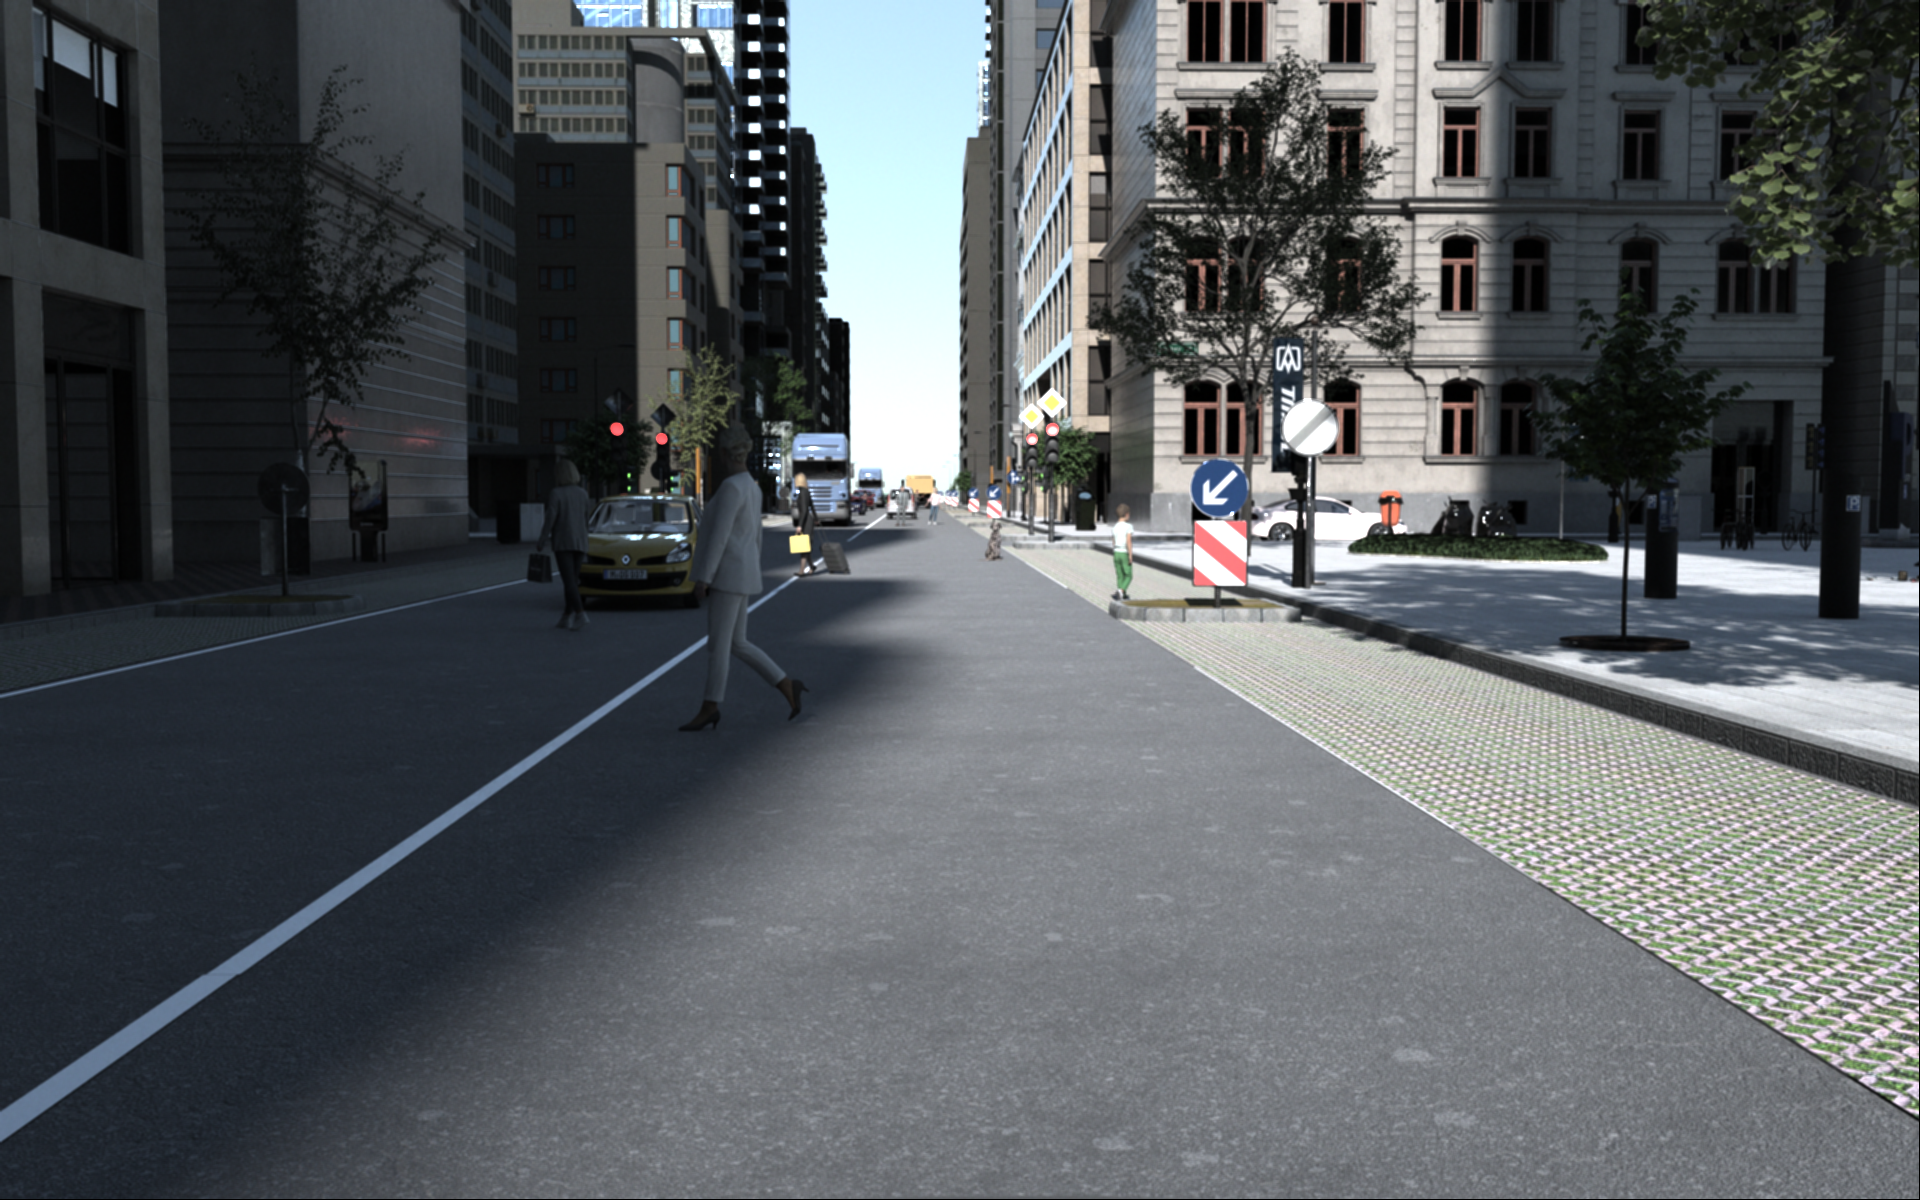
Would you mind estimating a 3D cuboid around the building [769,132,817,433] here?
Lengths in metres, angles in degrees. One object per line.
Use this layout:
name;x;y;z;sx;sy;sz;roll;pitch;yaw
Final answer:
building;-23.268;-31.032;190.963;14.154;41.232;14.086;0;4;-1

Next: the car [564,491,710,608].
car;-4.160;-0.778;22.949;2.015;1.641;3.980;0;4;-3

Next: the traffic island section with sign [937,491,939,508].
traffic island section with sign;-1.309;-10.540;180.955;1.989;1.847;2.006;0;4;-1

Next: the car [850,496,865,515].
car;-7.402;-6.445;117.954;1.945;1.354;3.894;0;4;0

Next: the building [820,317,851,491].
building;-24.969;-31.035;279.130;14.160;30.474;14.107;0;4;-1

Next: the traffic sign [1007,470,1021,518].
traffic sign;2.910;-5.709;93.453;0.768;2.556;0.104;0;4;-1

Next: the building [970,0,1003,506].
building;11.755;-46.152;192.836;20.563;71.187;20.611;0;4;-1

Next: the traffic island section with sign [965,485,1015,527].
traffic island section with sign;1.356;-4.129;76.131;1.989;1.847;2.006;0;4;-1

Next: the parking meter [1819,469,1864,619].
parking meter;9.105;-0.580;17.901;0.372;1.533;0.369;0;3;0

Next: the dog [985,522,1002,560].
dog;0.630;-1.269;37.578;0.800;0.831;0.513;-2;4;-34

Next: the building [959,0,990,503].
building;11.398;-57.325;249.927;22.319;86.520;31.000;0;4;-1

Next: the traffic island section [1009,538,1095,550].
traffic island section;2.447;-1.451;46.010;2.009;0.180;2.903;0;4;-1

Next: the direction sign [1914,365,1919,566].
direction sign;17.209;-2.370;30.741;0.876;3.537;0.379;-2;4;-33

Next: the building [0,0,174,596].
building;-21.014;-12.450;8.080;19.350;26.468;34.151;0;4;-1

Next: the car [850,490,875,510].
car;-8.712;-8.918;154.484;2.281;1.827;5.304;0;4;-3

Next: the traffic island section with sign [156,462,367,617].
traffic island section with sign;-8.367;-0.759;21.033;1.989;1.847;2.006;0;4;-1

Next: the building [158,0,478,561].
building;-24.079;-11.998;37.965;24.055;21.916;13.314;0;4;-1

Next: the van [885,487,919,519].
van;-3.355;-5.670;99.715;2.013;2.044;4.112;0;4;0

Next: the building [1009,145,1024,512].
building;10.684;-20.366;118.880;13.634;28.700;20.117;0;4;-1

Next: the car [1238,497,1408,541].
car;10.365;-2.277;49.593;4.827;1.381;2.083;0;4;-1

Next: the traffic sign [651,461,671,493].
traffic sign;-11.139;-3.937;64.480;0.768;2.556;0.104;0;4;3

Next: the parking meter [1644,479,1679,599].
parking meter;8.629;-0.788;21.295;0.372;1.533;0.369;0;3;0

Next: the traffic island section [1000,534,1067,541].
traffic island section;2.245;-1.940;53.992;2.009;0.180;2.903;0;4;-1

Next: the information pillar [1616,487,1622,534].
information pillar;20.992;-3.901;55.136;0.183;3.616;0.504;2;4;32

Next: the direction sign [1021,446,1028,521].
direction sign;3.071;-5.522;82.277;0.379;3.537;0.876;-1;4;-11

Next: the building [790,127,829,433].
building;-28.801;-37.172;227.365;23.786;49.044;30.456;0;4;-1

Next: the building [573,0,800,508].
building;-26.413;-52.224;166.531;22.319;86.520;31.000;0;4;-1

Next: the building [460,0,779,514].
building;-31.364;-27.397;139.815;32.217;40.220;23.993;0;4;-1

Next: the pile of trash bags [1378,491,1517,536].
pile of trash bags;12.408;-2.103;44.129;3.447;1.369;1.912;1;4;15

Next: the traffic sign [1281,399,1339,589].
traffic sign;4.709;-1.423;23.375;0.768;2.556;0.104;0;4;7

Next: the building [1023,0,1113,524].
building;13.997;-17.551;91.476;19.350;26.468;34.151;0;4;-1

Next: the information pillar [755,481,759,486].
information pillar;-11.885;-5.879;100.617;0.304;2.012;0.304;1;4;11

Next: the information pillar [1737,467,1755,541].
information pillar;21.360;-2.606;47.099;0.304;2.012;0.304;-1;4;-10

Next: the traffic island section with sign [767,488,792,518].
traffic island section with sign;-10.468;-5.806;103.552;1.989;1.847;2.006;0;4;-1

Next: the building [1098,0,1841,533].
building;17.187;-16.809;62.211;23.554;28.519;14.401;0;4;-1

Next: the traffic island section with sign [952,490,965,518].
traffic island section with sign;0.675;-5.786;103.230;1.989;1.847;2.006;0;4;-1

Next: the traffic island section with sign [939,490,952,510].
traffic island section with sign;-0.626;-8.892;154.008;1.989;1.847;2.006;0;4;-1

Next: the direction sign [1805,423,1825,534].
direction sign;27.464;-3.895;55.673;0.876;3.537;0.379;-2;4;-27

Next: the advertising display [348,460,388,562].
advertising display;-11.215;-1.689;32.824;0.974;1.923;0.123;2;4;32

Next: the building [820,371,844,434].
building;-31.660;-25.243;257.764;27.650;21.520;28.899;0;4;-1

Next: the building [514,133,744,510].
building;-27.732;-15.572;99.645;27.650;21.520;28.899;0;4;-1

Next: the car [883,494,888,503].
car;-10.112;-13.453;228.759;1.959;1.807;4.718;0;4;-3

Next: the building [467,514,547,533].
building;-30.398;-22.797;64.614;32.217;40.220;23.993;0;4;-1

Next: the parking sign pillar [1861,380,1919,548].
parking sign pillar;22.471;-3.246;41.544;1.447;3.967;1.447;3;5;40

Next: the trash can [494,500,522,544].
trash can;-11.714;-2.035;44.927;0.748;1.137;0.748;0;3;0

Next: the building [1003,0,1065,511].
building;14.097;-36.877;144.943;21.231;58.520;28.212;0;4;-1

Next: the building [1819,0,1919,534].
building;41.556;-16.132;61.021;25.104;27.353;12.463;0;4;-1

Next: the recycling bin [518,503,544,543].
recycling bin;-11.539;-2.061;46.249;0.722;1.027;0.722;-2;4;-27

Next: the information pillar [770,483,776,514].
information pillar;-12.299;-6.691;113.894;0.304;2.012;0.304;-2;4;-31

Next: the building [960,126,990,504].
building;11.268;-36.750;224.563;21.300;48.544;21.600;0;4;-1

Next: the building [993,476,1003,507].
building;19.383;-29.347;171.698;32.217;40.220;23.993;0;4;-1

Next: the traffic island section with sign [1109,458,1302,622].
traffic island section with sign;2.776;-0.704;20.143;1.989;1.847;2.006;0;4;-1

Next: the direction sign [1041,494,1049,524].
direction sign;3.670;-5.050;74.560;0.876;3.537;0.379;0;4;5
